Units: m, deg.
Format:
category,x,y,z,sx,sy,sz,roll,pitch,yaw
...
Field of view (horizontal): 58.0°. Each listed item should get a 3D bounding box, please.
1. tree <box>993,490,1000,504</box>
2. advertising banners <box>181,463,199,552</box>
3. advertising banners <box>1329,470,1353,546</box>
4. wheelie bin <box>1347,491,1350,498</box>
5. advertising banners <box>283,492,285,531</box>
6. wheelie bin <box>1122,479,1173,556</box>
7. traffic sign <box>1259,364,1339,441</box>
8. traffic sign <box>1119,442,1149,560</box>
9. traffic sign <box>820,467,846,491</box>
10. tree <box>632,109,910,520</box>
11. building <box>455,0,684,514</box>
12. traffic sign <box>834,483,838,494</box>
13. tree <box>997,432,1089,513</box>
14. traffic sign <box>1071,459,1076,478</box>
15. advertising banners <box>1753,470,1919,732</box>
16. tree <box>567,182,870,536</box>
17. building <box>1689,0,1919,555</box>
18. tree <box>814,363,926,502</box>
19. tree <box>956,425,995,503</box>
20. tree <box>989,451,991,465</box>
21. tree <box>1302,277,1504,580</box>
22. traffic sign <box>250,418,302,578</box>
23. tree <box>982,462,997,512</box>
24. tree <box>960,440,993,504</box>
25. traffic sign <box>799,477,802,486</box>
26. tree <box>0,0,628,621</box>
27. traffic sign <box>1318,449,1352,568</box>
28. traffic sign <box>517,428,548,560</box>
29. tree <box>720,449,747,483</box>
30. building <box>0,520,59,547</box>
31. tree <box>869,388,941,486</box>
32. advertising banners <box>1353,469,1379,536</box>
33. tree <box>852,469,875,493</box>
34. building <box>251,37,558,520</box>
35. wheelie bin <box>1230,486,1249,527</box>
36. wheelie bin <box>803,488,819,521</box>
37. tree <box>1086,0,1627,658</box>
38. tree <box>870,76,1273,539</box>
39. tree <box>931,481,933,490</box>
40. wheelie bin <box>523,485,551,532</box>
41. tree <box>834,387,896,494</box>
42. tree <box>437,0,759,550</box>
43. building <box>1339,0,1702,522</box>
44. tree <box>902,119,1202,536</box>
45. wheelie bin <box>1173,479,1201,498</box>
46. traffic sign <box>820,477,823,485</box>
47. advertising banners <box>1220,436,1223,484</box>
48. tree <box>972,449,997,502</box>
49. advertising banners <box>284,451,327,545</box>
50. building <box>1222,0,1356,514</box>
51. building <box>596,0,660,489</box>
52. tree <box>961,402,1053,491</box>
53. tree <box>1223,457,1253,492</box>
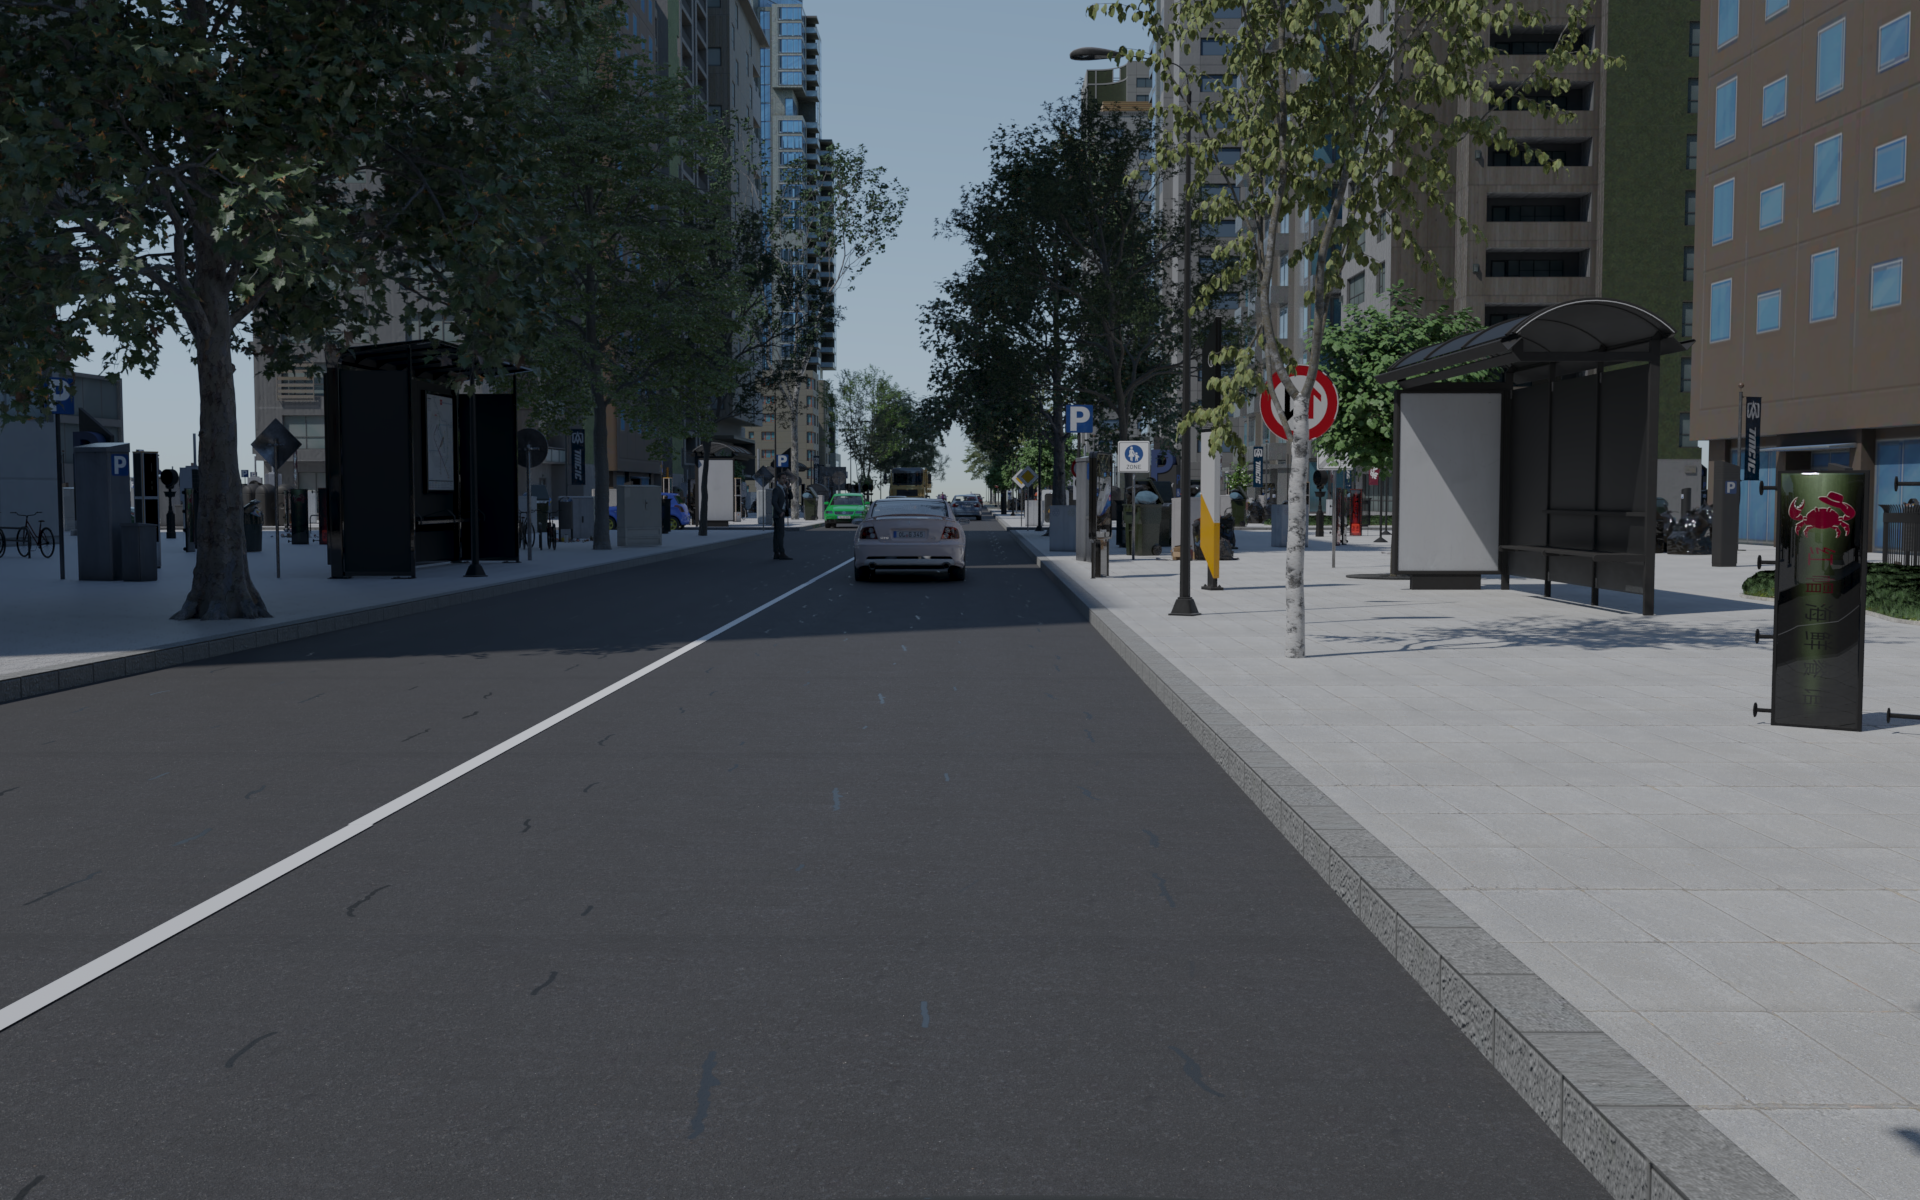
category,x,y,z,sx,sy,sz,roll,pitch,yaw
tree,4.820,-14.633,233.842,1.663,3.219,1.824,0,3,0
advertising banners,-17.035,-2.611,38.879,0.090,3.025,2.074,0,4,-3
advertising banners,9.392,-2.860,42.941,0.090,3.025,2.074,2,4,24
wheelie bin,24.451,-6.093,107.535,0.693,1.594,0.980,3,5,40
advertising banners,-22.291,-3.759,57.655,0.090,3.025,2.074,-2,4,-33
wheelie bin,3.807,-1.724,36.090,0.693,1.594,0.980,-2,4,-31
traffic sign,3.325,-1.037,17.065,0.768,2.556,0.104,0,4,5
traffic sign,3.367,-1.924,33.585,0.606,2.300,0.079,0,4,7
traffic sign,-9.551,-8.226,128.368,2.265,3.308,0.079,0,4,1
tree,-9.655,-14.131,86.923,12.611,20.169,13.585,0,3,0
building,-29.584,-27.497,133.177,14.154,41.232,14.086,0,4,0
traffic sign,-9.015,-7.642,125.054,0.768,2.556,0.104,1,4,8
tree,3.986,-5.606,75.364,4.285,4.588,4.351,0,3,0
traffic sign,4.240,-3.688,60.408,0.768,2.556,0.104,0,4,1
advertising banners,5.258,-0.780,8.948,2.074,3.025,0.090,3,4,38
tree,-7.842,-7.226,52.557,8.767,10.594,7.601,-1,4,-14
building,26.321,-23.717,37.885,14.600,45.320,14.200,0,4,0
tree,-7.539,-13.036,138.898,9.928,11.665,9.643,0,3,0
tree,4.626,-23.750,244.199,12.611,20.169,13.585,0,3,0
tree,4.936,-15.194,198.783,4.360,8.622,3.978,0,3,0
tree,6.579,-2.608,26.350,4.285,4.588,4.351,0,3,0
traffic sign,-10.429,-1.545,26.439,0.795,2.450,0.064,0,4,2
tree,4.290,-8.318,119.707,4.285,4.588,4.351,0,3,0
tree,3.942,-18.969,228.265,7.486,12.596,7.792,0,3,0
traffic sign,-11.419,-7.398,121.055,0.768,2.556,0.104,1,4,10
tree,-7.767,-6.164,17.791,9.611,12.733,9.660,0,3,0
traffic sign,6.496,-1.708,30.055,0.606,2.300,0.079,0,4,6
traffic sign,-8.325,-2.039,33.437,0.768,2.556,0.104,0,4,4
tree,-17.142,-8.666,125.396,4.285,4.588,4.351,0,3,0
building,-35.391,-27.081,32.006,27.495,52.752,28.713,0,4,0
tree,-6.606,-18.202,204.260,9.857,13.997,8.962,0,3,0
advertising banners,12.118,-3.477,53.035,0.090,3.025,2.074,-2,4,-34
tree,-7.421,-8.284,130.040,1.663,3.219,1.824,0,3,0
building,-26.974,-24.793,88.953,14.154,41.232,14.086,0,4,0
wheelie bin,10.876,-3.645,67.496,0.693,1.594,0.980,1,4,18
wheelie bin,-7.252,-4.660,84.102,0.693,1.594,0.980,1,4,8
tree,2.802,-3.861,13.498,4.737,8.622,4.395,0,3,0
tree,3.608,-6.396,38.984,7.601,10.594,8.767,2,4,30
tree,-6.194,-18.992,294.233,4.285,4.588,4.351,0,3,0
wheelie bin,-14.190,-3.060,57.938,0.980,1.594,0.693,-3,5,-39
tree,-6.701,-10.232,117.655,4.360,8.622,3.978,0,3,0
tree,-8.697,-7.442,39.801,7.486,12.596,7.792,0,3,0
building,27.287,-19.217,85.908,14.107,30.474,14.160,0,4,0
tree,2.920,-8.287,52.498,9.611,12.733,9.660,0,3,0
wheelie bin,5.158,-1.802,37.370,0.693,1.594,0.980,-3,5,-42
traffic sign,-10.433,-7.805,127.719,0.768,2.556,0.104,1,4,8
advertising banners,6.606,-3.033,45.775,0.090,3.025,2.074,2,4,29
tree,5.687,-21.614,279.141,9.928,11.665,9.643,0,3,0
advertising banners,-16.060,-2.917,43.877,2.074,3.025,0.090,0,4,7
building,31.875,-30.777,122.815,23.786,49.044,30.456,0,4,0
building,-27.610,-28.185,110.935,14.600,45.320,14.200,0,4,0
tree,4.634,-15.279,160.188,12.009,13.543,11.850,0,3,0
tree,14.095,-5.694,87.703,1.663,3.219,1.824,0,3,0
